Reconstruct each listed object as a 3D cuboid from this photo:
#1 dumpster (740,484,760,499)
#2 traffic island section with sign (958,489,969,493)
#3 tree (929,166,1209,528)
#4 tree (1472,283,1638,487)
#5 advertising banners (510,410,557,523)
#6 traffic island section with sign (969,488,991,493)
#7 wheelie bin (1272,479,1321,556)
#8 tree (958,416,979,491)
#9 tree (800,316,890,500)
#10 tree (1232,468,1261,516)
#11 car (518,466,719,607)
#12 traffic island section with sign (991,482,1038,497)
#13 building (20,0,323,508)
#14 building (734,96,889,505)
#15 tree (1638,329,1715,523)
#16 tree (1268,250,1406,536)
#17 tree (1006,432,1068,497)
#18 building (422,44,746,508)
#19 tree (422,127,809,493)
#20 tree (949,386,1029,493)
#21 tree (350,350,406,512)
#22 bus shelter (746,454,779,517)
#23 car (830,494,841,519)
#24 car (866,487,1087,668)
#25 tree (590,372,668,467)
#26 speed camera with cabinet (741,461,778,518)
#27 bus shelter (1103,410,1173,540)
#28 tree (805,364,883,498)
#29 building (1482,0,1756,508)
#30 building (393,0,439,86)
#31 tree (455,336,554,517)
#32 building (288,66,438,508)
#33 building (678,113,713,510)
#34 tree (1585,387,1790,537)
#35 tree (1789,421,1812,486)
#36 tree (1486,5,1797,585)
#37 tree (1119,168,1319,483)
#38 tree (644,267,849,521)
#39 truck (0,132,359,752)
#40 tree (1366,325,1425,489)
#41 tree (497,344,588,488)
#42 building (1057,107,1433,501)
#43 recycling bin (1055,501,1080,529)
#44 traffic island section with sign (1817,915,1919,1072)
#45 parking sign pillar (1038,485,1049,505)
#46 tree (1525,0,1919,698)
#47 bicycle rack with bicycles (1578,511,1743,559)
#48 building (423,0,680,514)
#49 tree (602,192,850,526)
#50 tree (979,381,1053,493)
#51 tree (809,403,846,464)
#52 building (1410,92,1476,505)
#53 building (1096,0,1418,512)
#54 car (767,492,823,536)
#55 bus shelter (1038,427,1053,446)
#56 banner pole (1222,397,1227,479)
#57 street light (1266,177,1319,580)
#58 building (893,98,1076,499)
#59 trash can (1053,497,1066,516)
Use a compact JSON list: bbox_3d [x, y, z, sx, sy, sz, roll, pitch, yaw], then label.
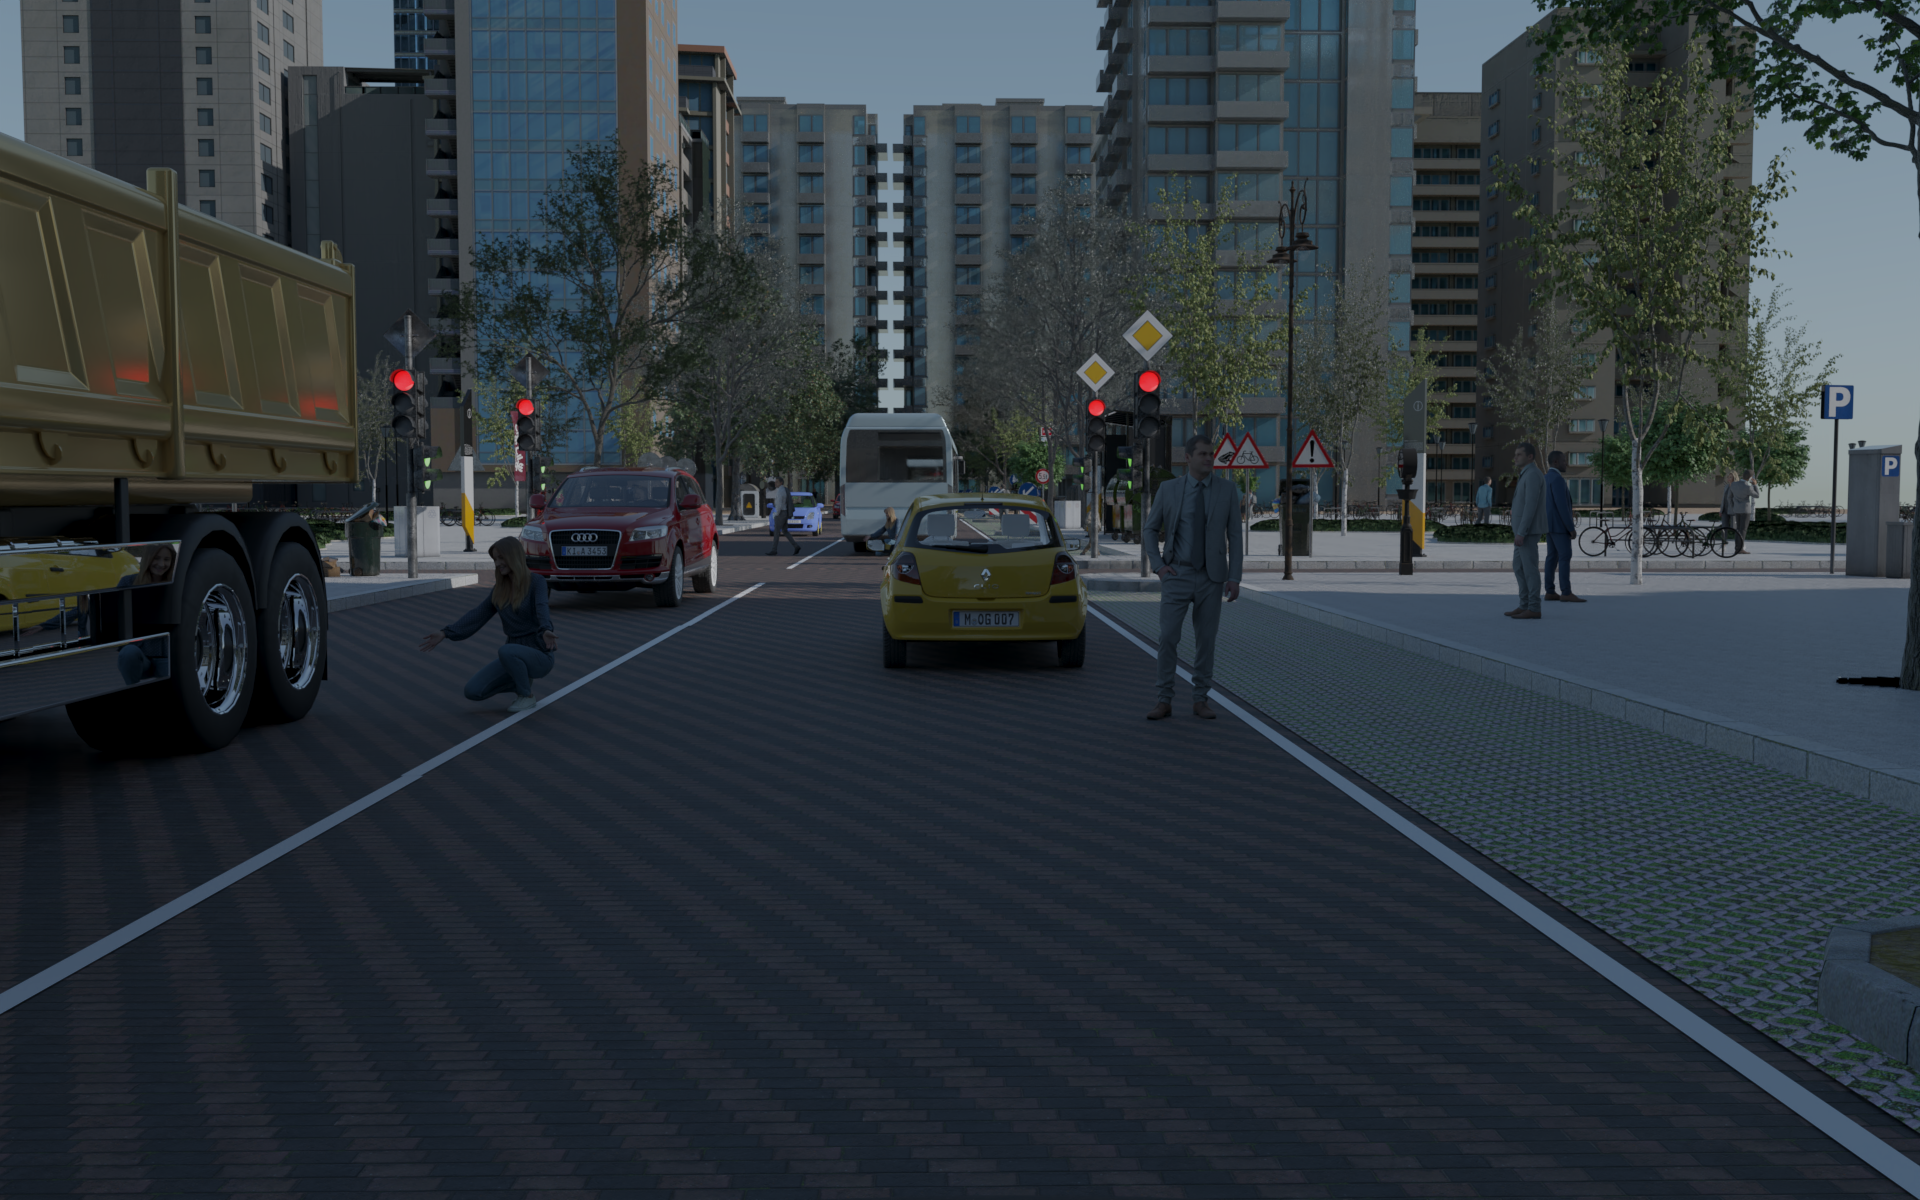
[{"bbox_3d":[-11.848,-5.542,96.364,1.264,1.857,1.865,0,4,-1],"label":"dumpster"},{"bbox_3d":[0.031,-9.468,163.427,1.989,1.847,2.006,0,4,-1],"label":"traffic island section with sign"},{"bbox_3d":[4.545,-9.517,65.969,12.009,13.543,11.850,0,3,0],"label":"tree"},{"bbox_3d":[20.070,-6.671,59.430,4.360,8.622,3.978,0,3,0],"label":"tree"},{"bbox_3d":[-9.012,-2.504,37.135,0.090,3.025,2.074,1,4,20],"label":"advertising banners"},{"bbox_3d":[1.613,-4.810,87.277,1.989,1.847,2.006,0,4,-1],"label":"traffic island section with sign"},{"bbox_3d":[6.982,-1.713,35.914,0.980,1.594,0.693,0,4,4],"label":"wheelie bin"},{"bbox_3d":[2.162,-12.457,154.038,4.737,8.622,4.395,0,3,0],"label":"tree"},{"bbox_3d":[-14.615,-20.151,185.354,12.611,20.169,13.585,0,3,0],"label":"tree"},{"bbox_3d":[16.989,-6.576,102.118,1.663,3.219,1.824,0,3,0],"label":"tree"},{"bbox_3d":[-4.567,-0.916,23.652,2.281,1.827,5.304,0,3,0],"label":"car"},{"bbox_3d":[2.197,-3.121,59.650,1.989,1.847,2.006,0,4,-1],"label":"traffic island section with sign"},{"bbox_3d":[-73.609,-44.451,165.028,20.611,71.187,20.563,0,4,-1],"label":"building"},{"bbox_3d":[-23.994,-36.204,211.544,30.456,49.044,23.786,0,4,-1],"label":"building"},{"bbox_3d":[31.192,-7.718,76.551,4.360,8.622,3.978,0,3,0],"label":"tree"},{"bbox_3d":[11.719,-6.277,52.985,4.360,8.622,3.978,0,3,0],"label":"tree"},{"bbox_3d":[4.084,-6.585,91.373,4.285,4.588,4.351,0,3,0],"label":"tree"},{"bbox_3d":[-34.302,-31.219,165.058,28.867,44.769,22.147,0,4,-1],"label":"building"},{"bbox_3d":[-9.479,-6.747,44.719,8.767,10.594,7.601,-2,4,-26],"label":"tree"},{"bbox_3d":[2.620,-15.849,176.143,9.611,12.733,9.660,0,3,0],"label":"tree"},{"bbox_3d":[-30.214,-8.504,89.403,4.360,8.622,3.978,0,3,0],"label":"tree"},{"bbox_3d":[-11.307,-6.717,101.101,1.731,3.624,6.357,0,4,-1],"label":"bus shelter"},{"bbox_3d":[-6.527,-5.666,101.685,2.155,1.783,4.494,0,4,-2],"label":"car"},{"bbox_3d":[0.147,-0.336,15.723,2.015,1.641,3.980,0,4,-2],"label":"car"},{"bbox_3d":[-18.162,-8.878,95.520,4.737,8.622,4.395,0,3,0],"label":"tree"},{"bbox_3d":[-10.935,-6.122,94.437,2.038,3.252,0.660,0,4,-5],"label":"speed camera with cabinet"},{"bbox_3d":[5.078,-3.672,51.327,1.731,3.624,6.357,0,4,-1],"label":"bus shelter"},{"bbox_3d":[-12.055,-16.108,170.017,9.857,13.997,8.962,0,3,0],"label":"tree"},{"bbox_3d":[63.943,-33.257,167.456,21.600,48.544,21.300,0,4,-1],"label":"building"},{"bbox_3d":[-54.708,-54.847,209.412,31.000,86.520,22.319,0,4,-1],"label":"building"},{"bbox_3d":[-20.530,-7.881,79.221,4.737,8.622,4.395,0,3,0],"label":"tree"},{"bbox_3d":[-55.871,-29.712,169.386,14.086,41.232,14.154,0,4,-1],"label":"building"},{"bbox_3d":[-26.715,-21.994,131.302,14.160,30.474,14.107,0,4,-1],"label":"building"},{"bbox_3d":[21.726,-4.217,52.661,4.285,4.588,4.351,0,3,0],"label":"tree"},{"bbox_3d":[33.140,-5.323,70.742,4.285,4.588,4.351,0,3,0],"label":"tree"},{"bbox_3d":[9.502,-4.511,24.121,4.737,8.622,4.395,0,3,0],"label":"tree"},{"bbox_3d":[5.718,-5.466,39.726,4.737,8.622,4.395,0,3,0],"label":"tree"},{"bbox_3d":[-10.820,-10.194,83.679,9.611,12.733,9.660,0,3,0],"label":"tree"},{"bbox_3d":[-5.303,-0.693,7.247,3.469,3.379,9.791,0,4,-2],"label":"truck"},{"bbox_3d":[19.507,-7.644,75.343,4.737,8.622,4.395,0,3,0],"label":"tree"},{"bbox_3d":[-20.833,-8.278,85.702,4.360,8.622,3.978,0,3,0],"label":"tree"},{"bbox_3d":[25.829,-28.996,165.967,32.217,40.220,23.993,0,4,-1],"label":"building"},{"bbox_3d":[3.980,-3.154,64.128,0.722,1.027,0.722,-2,4,-31],"label":"recycling bin"},{"bbox_3d":[3.355,0.265,4.296,1.989,1.847,2.006,0,4,-1],"label":"traffic island section with sign"},{"bbox_3d":[4.343,-6.504,94.819,1.447,3.967,1.447,2,4,28],"label":"parking sign pillar"},{"bbox_3d":[6.578,-5.217,11.052,9.928,11.665,9.643,0,3,0],"label":"tree"},{"bbox_3d":[14.548,-1.351,35.474,2.925,0.926,2.852,3,5,43],"label":"bicycle rack with bicycles"},{"bbox_3d":[-26.848,-28.539,116.715,14.600,45.320,14.200,0,4,-1],"label":"building"},{"bbox_3d":[-9.674,-9.766,70.041,12.009,13.543,11.850,0,3,0],"label":"tree"},{"bbox_3d":[3.905,-9.799,110.577,4.737,8.622,4.395,0,3,0],"label":"tree"},{"bbox_3d":[-11.909,-10.703,109.412,7.601,10.594,8.767,-1,4,-23],"label":"tree"},{"bbox_3d":[60.649,-36.019,212.613,21.600,48.544,21.300,0,4,-1],"label":"building"},{"bbox_3d":[22.647,-31.709,138.056,23.786,49.044,30.456,0,4,-1],"label":"building"},{"bbox_3d":[-5.678,-3.078,59.921,1.945,1.707,3.694,0,4,-2],"label":"car"},{"bbox_3d":[4.526,-7.549,101.057,2.179,5.291,8.768,0,4,-1],"label":"bus shelter"},{"bbox_3d":[6.627,-3.267,43.431,0.401,3.779,0.863,0,4,1],"label":"banner pole"},{"bbox_3d":[4.906,-3.238,25.721,0.468,5.910,1.993,0,4,-1],"label":"street light"},{"bbox_3d":[7.100,-36.256,212.390,30.456,49.044,23.786,0,4,-1],"label":"building"},{"bbox_3d":[5.013,-4.654,87.752,0.748,1.137,0.748,0,3,0],"label":"trash can"}]
